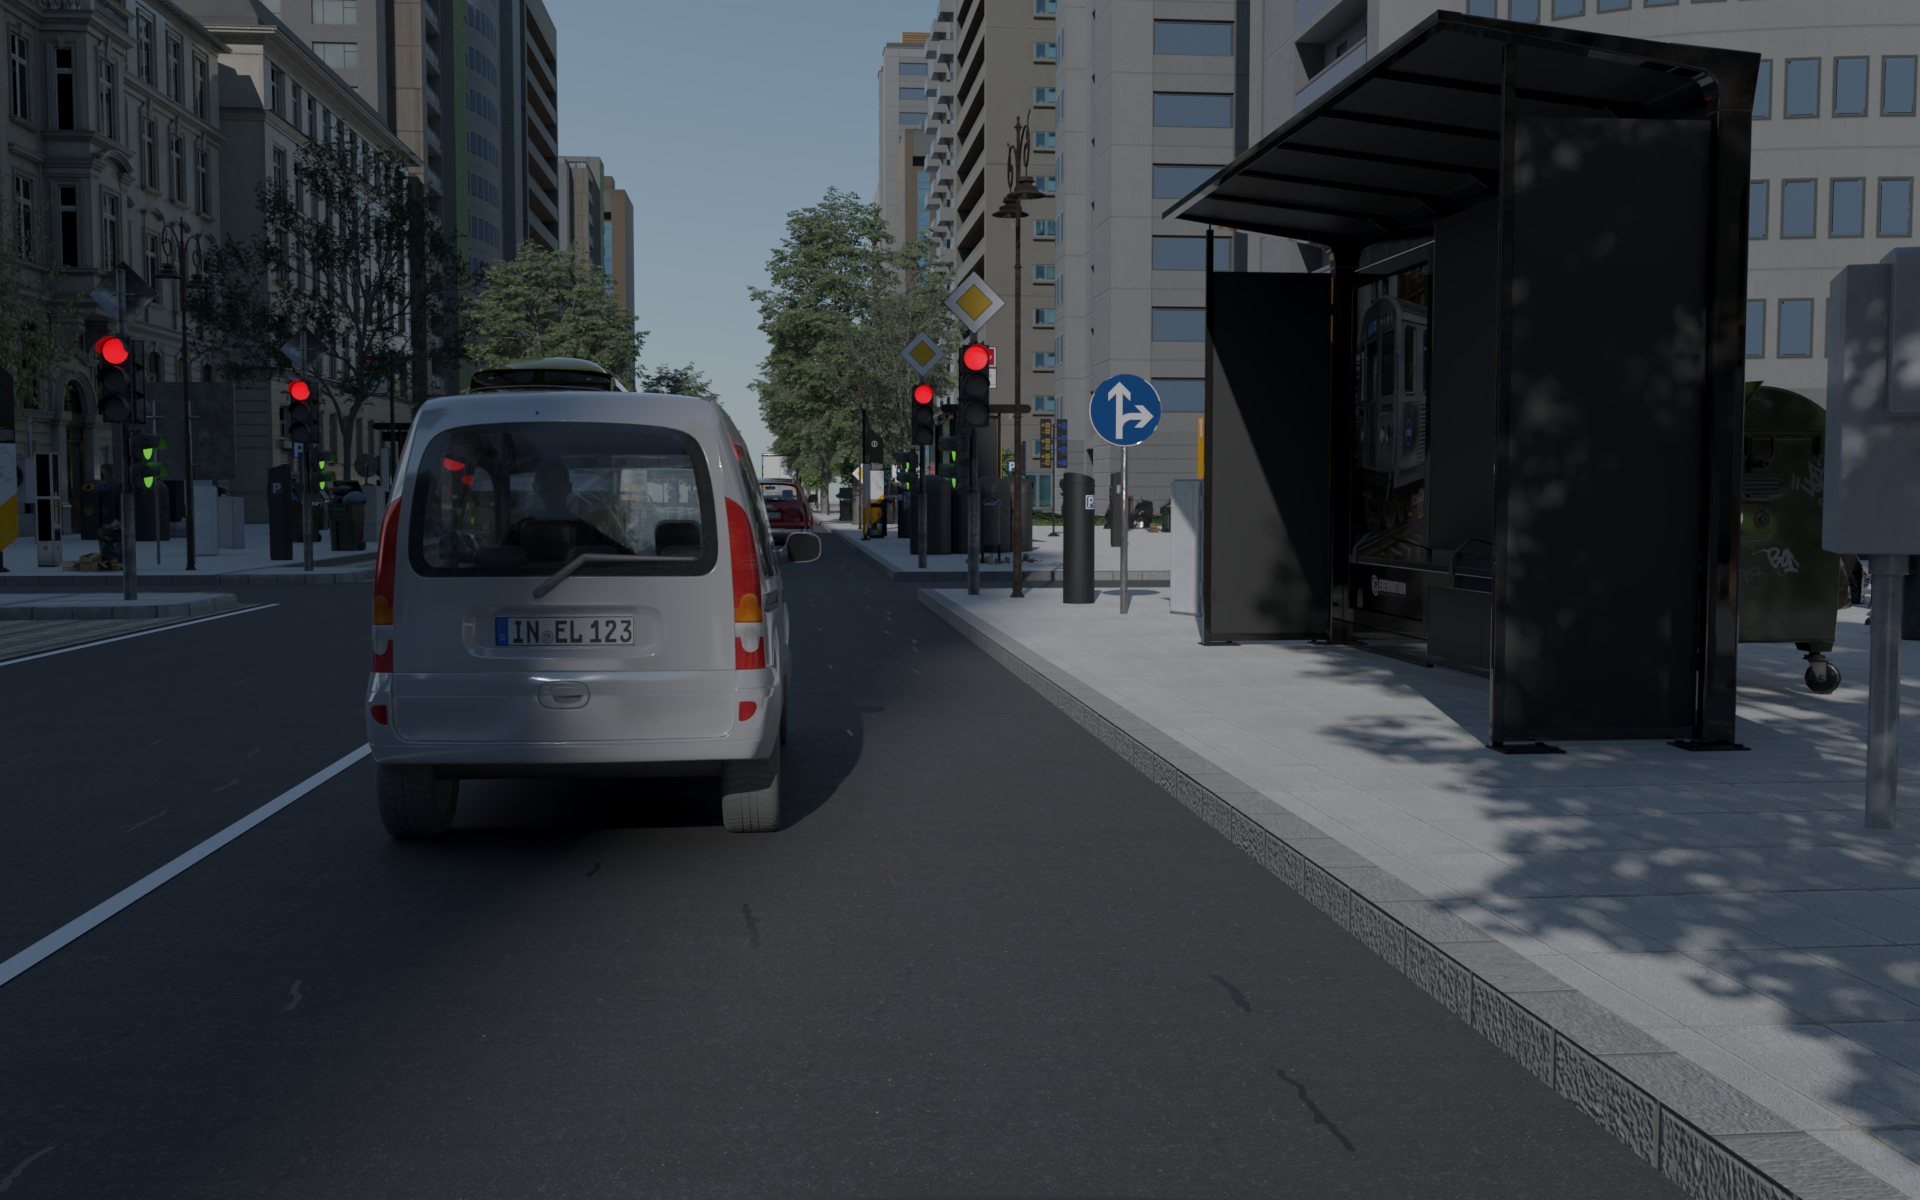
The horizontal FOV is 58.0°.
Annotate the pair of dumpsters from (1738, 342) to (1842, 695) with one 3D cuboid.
[{"bbox_3d":[4.792,-0.643,13.006,1.574,2.255,4.437,0,4,-6],"label":"pair of dumpsters"}]

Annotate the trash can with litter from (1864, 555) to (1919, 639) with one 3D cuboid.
[{"bbox_3d":[8.450,-0.253,15.531,0.624,1.170,1.055,0,4,3],"label":"trash can with litter"}]

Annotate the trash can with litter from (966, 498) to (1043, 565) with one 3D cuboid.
[{"bbox_3d":[0.903,-1.305,32.387,1.678,1.210,2.233,3,5,39],"label":"trash can with litter"}]

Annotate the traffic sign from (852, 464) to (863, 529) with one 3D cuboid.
[{"bbox_3d":[-3.581,-3.836,63.909,0.795,2.450,0.064,0,4,3],"label":"traffic sign"}]

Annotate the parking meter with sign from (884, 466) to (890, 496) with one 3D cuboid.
[{"bbox_3d":[-3.432,-5.102,79.682,0.543,3.016,1.738,0,4,3],"label":"parking meter with sign"}]

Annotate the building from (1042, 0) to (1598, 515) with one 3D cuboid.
[{"bbox_3d":[15.389,-33.341,87.117,21.231,58.520,28.212,0,4,-6],"label":"building"}]

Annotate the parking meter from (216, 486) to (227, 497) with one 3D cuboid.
[{"bbox_3d":[-24.402,-2.987,57.241,0.372,1.533,0.369,0,3,0],"label":"parking meter"}]

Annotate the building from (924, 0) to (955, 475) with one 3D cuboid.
[{"bbox_3d":[8.541,-32.806,155.987,23.786,49.044,30.456,0,4,-6],"label":"building"}]

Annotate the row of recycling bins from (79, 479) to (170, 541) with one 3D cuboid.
[{"bbox_3d":[-23.194,-2.507,48.109,3.534,1.692,1.069,2,4,33],"label":"row of recycling bins"}]

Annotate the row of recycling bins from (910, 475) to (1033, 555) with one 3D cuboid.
[{"bbox_3d":[0.328,-1.872,37.728,1.069,1.692,3.534,3,5,43],"label":"row of recycling bins"}]

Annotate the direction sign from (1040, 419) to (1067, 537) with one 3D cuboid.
[{"bbox_3d":[2.825,-3.683,52.209,0.876,3.537,0.379,-1,4,-20],"label":"direction sign"}]

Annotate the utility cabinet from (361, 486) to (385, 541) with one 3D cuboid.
[{"bbox_3d":[-15.964,-2.325,46.698,1.173,1.500,0.318,3,4,36],"label":"utility cabinet"}]

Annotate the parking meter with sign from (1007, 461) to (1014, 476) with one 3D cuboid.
[{"bbox_3d":[2.291,-5.914,92.961,0.543,3.016,1.738,-2,4,-34],"label":"parking meter with sign"}]

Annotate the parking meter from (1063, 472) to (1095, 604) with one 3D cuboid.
[{"bbox_3d":[1.395,-0.729,20.328,0.372,1.533,0.369,0,3,0],"label":"parking meter"}]

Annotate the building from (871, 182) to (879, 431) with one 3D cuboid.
[{"bbox_3d":[-1.765,-38.575,254.409,21.300,48.544,21.600,0,4,-6],"label":"building"}]

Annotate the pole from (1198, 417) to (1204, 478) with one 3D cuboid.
[{"bbox_3d":[6.426,-3.199,46.141,0.158,3.312,0.155,0,3,0],"label":"pole"}]

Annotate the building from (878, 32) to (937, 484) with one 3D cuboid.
[{"bbox_3d":[-0.214,-42.035,229.273,21.231,58.520,28.212,0,4,-6],"label":"building"}]

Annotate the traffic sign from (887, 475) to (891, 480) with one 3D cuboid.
[{"bbox_3d":[-4.584,-6.424,105.144,0.768,2.556,0.104,0,3,0],"label":"traffic sign"}]

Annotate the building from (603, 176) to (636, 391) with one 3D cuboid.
[{"bbox_3d":[-53.900,-36.502,246.911,14.600,45.320,14.200,0,4,-6],"label":"building"}]

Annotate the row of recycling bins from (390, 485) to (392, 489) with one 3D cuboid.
[{"bbox_3d":[-24.989,-4.134,74.699,1.069,1.692,3.534,2,4,29],"label":"row of recycling bins"}]

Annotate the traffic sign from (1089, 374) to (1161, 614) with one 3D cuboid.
[{"bbox_3d":[1.755,-1.124,18.487,0.768,2.556,0.104,0,4,1],"label":"traffic sign"}]

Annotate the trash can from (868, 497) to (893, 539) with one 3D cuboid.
[{"bbox_3d":[-2.412,-2.356,50.179,0.748,1.137,0.748,0,3,0],"label":"trash can"}]

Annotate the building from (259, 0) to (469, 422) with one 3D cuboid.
[{"bbox_3d":[-38.971,-25.966,108.146,14.154,41.232,14.086,0,4,-6],"label":"building"}]

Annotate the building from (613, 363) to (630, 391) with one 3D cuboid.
[{"bbox_3d":[-57.982,-23.212,224.561,27.650,21.520,28.899,0,4,-6],"label":"building"}]

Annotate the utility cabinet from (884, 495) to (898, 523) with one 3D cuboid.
[{"bbox_3d":[-2.908,-4.011,76.734,1.020,1.237,0.306,3,5,39],"label":"utility cabinet"}]

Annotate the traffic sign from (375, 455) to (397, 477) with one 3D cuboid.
[{"bbox_3d":[-18.121,-3.330,54.548,0.768,2.556,0.104,0,4,0],"label":"traffic sign"}]

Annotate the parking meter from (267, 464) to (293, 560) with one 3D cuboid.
[{"bbox_3d":[-13.187,-1.704,33.579,0.399,1.863,0.255,0,4,6],"label":"parking meter"}]

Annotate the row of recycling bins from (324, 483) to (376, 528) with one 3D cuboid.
[{"bbox_3d":[-23.923,-3.606,66.073,3.534,1.692,1.069,0,4,-7],"label":"row of recycling bins"}]

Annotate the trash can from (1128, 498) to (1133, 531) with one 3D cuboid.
[{"bbox_3d":[5.577,-2.933,59.608,0.748,1.137,0.748,0,3,0],"label":"trash can"}]

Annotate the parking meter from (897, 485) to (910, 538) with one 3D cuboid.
[{"bbox_3d":[-1.628,-2.561,50.277,0.372,1.533,0.369,0,3,0],"label":"parking meter"}]

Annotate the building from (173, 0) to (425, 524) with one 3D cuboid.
[{"bbox_3d":[-37.917,-15.492,86.577,16.112,22.955,30.059,0,4,-6],"label":"building"}]

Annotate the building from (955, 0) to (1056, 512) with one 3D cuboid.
[{"bbox_3d":[11.292,-30.977,130.168,21.300,48.544,21.600,0,4,-6],"label":"building"}]

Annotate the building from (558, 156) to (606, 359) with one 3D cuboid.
[{"bbox_3d":[-49.352,-31.785,203.283,14.154,41.232,14.086,0,4,-6],"label":"building"}]

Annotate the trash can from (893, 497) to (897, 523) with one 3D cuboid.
[{"bbox_3d":[-3.065,-3.785,73.546,0.748,1.137,0.748,0,3,0],"label":"trash can"}]

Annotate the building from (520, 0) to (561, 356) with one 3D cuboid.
[{"bbox_3d":[-47.619,-32.394,153.343,21.300,48.544,21.600,0,4,-6],"label":"building"}]

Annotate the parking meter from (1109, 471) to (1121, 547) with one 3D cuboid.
[{"bbox_3d":[3.830,-2.217,41.954,0.399,1.863,0.255,-1,4,-10],"label":"parking meter"}]

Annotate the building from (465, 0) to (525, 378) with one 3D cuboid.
[{"bbox_3d":[-45.213,-35.853,128.196,21.231,58.520,28.212,0,4,-6],"label":"building"}]

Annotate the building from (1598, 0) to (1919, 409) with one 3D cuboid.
[{"bbox_3d":[25.022,-31.237,52.724,28.212,58.520,21.231,0,4,-6],"label":"building"}]

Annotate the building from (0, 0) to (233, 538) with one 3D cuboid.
[{"bbox_3d":[-33.736,-14.369,54.020,14.460,24.649,34.723,0,4,-6],"label":"building"}]

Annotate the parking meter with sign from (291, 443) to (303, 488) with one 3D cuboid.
[{"bbox_3d":[-22.101,-3.714,56.991,0.543,3.016,1.738,0,4,7],"label":"parking meter with sign"}]

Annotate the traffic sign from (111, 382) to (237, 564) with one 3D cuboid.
[{"bbox_3d":[-14.281,-2.299,31.464,2.265,3.308,0.079,0,4,1],"label":"traffic sign"}]

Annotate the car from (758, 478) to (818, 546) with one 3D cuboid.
[{"bbox_3d":[-4.504,-1.983,41.093,2.281,1.827,5.304,0,4,-5],"label":"car"}]

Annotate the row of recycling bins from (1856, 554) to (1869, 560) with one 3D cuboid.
[{"bbox_3d":[18.799,-1.645,34.009,3.534,1.692,1.069,0,4,-8],"label":"row of recycling bins"}]

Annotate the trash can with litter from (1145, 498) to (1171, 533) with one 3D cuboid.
[{"bbox_3d":[6.734,-2.825,57.577,1.055,1.170,0.624,-1,4,-14],"label":"trash can with litter"}]

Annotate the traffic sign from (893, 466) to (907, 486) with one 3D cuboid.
[{"bbox_3d":[-2.087,-3.598,60.957,0.606,2.300,0.079,0,4,-2],"label":"traffic sign"}]

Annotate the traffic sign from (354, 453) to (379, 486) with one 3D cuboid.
[{"bbox_3d":[-18.555,-3.306,54.152,0.768,2.556,0.104,0,4,0],"label":"traffic sign"}]

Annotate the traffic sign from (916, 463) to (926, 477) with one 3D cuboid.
[{"bbox_3d":[-1.606,-3.912,63.971,0.884,2.594,0.081,0,4,-5],"label":"traffic sign"}]

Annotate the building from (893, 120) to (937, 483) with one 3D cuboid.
[{"bbox_3d":[-0.223,-34.146,208.395,14.600,45.320,14.200,0,4,-6],"label":"building"}]

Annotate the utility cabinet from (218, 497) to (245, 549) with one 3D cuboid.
[{"bbox_3d":[-17.201,-1.815,40.836,0.306,1.237,1.020,-3,5,-44],"label":"utility cabinet"}]

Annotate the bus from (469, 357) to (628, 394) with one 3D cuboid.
[{"bbox_3d":[-7.826,-2.640,34.718,2.896,3.916,12.252,0,4,-8],"label":"bus"}]
